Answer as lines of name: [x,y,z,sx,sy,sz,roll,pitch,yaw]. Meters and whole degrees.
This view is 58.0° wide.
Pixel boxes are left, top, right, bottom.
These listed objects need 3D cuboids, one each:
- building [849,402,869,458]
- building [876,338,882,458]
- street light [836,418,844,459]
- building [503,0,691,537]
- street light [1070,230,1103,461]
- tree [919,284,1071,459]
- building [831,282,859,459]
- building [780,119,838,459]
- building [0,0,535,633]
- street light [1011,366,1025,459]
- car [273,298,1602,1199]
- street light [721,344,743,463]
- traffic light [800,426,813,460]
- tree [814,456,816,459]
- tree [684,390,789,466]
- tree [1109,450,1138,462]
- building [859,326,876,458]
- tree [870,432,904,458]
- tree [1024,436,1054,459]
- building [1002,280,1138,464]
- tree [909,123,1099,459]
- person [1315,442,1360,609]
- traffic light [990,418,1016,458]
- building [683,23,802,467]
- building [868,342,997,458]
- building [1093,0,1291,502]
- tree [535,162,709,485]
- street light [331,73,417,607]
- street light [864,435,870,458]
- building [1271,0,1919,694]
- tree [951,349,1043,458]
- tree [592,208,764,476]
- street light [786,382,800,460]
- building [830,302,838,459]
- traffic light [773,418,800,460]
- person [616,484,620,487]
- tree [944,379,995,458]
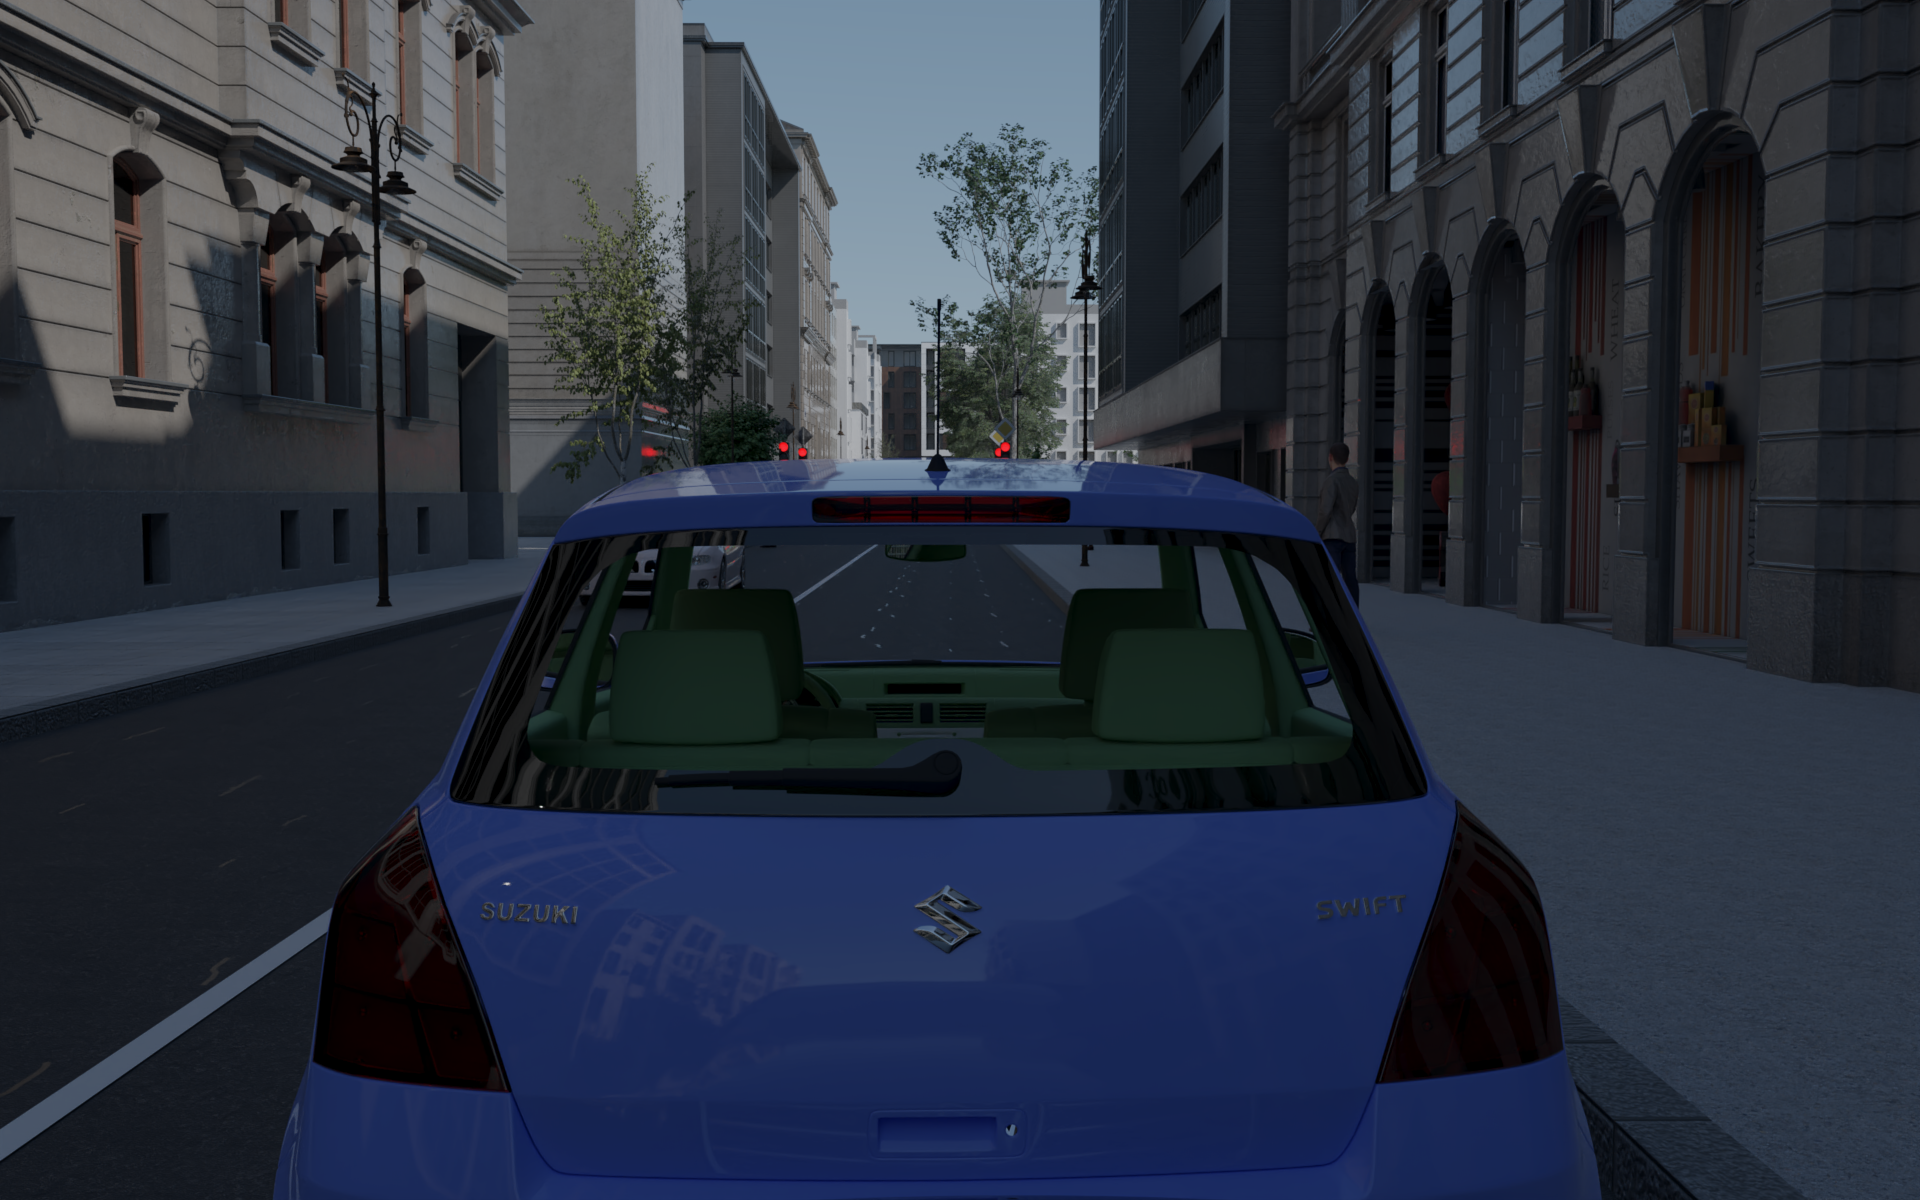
building: [-13.627,-14.082,172.394,9.099,9.664,28.070,0,4,0]
building: [-15.426,-21.745,211.951,11.380,20.091,16.016,0,4,0]
street light: [-7.110,-7.992,103.459,0.468,5.910,1.993,0,4,0]
building: [-18.381,-12.634,55.716,18.267,20.994,9.793,0,4,0]
street light: [2.217,-3.537,30.616,0.468,5.910,1.993,0,4,0]
tree: [2.309,-12.269,107.258,9.857,13.997,8.962,0,3,0]
building: [-17.490,-18.099,152.344,16.016,20.091,11.380,0,4,0]
building: [-15.010,-19.392,114.318,12.463,27.353,25.104,0,4,0]
building: [-15.118,-14.418,23.124,14.401,28.519,23.554,0,4,0]
street light: [2.075,-5.485,62.469,0.468,5.910,1.993,0,4,0]
car: [-0.068,0.359,3.724,1.945,1.707,3.694,0,4,-2]
street light: [-6.744,-4.805,51.355,0.468,5.910,1.993,0,4,0]
traffic light: [-6.388,-4.986,70.761,0.839,4.213,0.868,0,4,0]
tree: [-7.459,-5.808,89.566,1.663,3.219,1.824,0,3,0]
tree: [-7.004,-4.334,54.571,4.285,4.588,4.351,0,3,0]
tree: [15.236,-13.093,139.829,9.928,11.665,9.643,0,3,0]
building: [-17.881,-20.529,192.073,16.016,20.091,11.380,0,4,0]
tree: [-8.504,-15.373,201.706,4.360,8.622,3.978,0,3,0]
tree: [2.549,-3.859,57.695,1.663,3.219,1.824,0,3,0]
building: [11.760,-18.486,158.673,16.016,20.091,11.380,0,4,0]
tree: [3.549,-14.115,86.664,12.611,20.169,13.585,0,3,0]
person: [3.435,-0.591,16.237,0.617,1.759,0.750,-2,4,-27]
traffic light: [1.615,-4.501,62.832,0.839,4.213,0.868,0,4,0]
building: [-16.245,-16.374,86.782,14.314,24.678,30.058,0,4,0]
building: [-7.434,-24.603,246.233,32.646,21.610,27.936,0,4,0]
building: [11.784,-13.824,45.095,14.314,24.678,30.058,0,4,0]
tree: [-7.659,-5.424,39.048,4.737,8.622,4.395,0,3,0]
street light: [-6.579,-2.864,19.606,0.468,5.910,1.993,0,4,0]
street light: [-7.263,-9.979,135.951,0.468,5.910,1.993,0,4,0]
building: [11.607,-10.787,18.173,13.314,21.916,24.055,0,4,0]
tree: [2.900,-13.118,132.609,7.486,12.596,7.792,0,3,0]
tree: [-7.034,-5.750,44.377,4.360,8.622,3.978,0,3,0]
street light: [-6.863,-6.034,71.447,0.468,5.910,1.993,0,4,0]
building: [-15.368,-17.189,135.792,10.420,20.320,16.860,0,4,0]
traffic light: [-6.346,-4.497,62.776,0.839,4.213,0.868,0,4,0]
person: [-9.750,-2.497,49.075,0.471,1.553,0.569,-2,4,-29]
tree: [1.934,-13.605,144.496,6.751,12.117,7.091,0,3,0]
